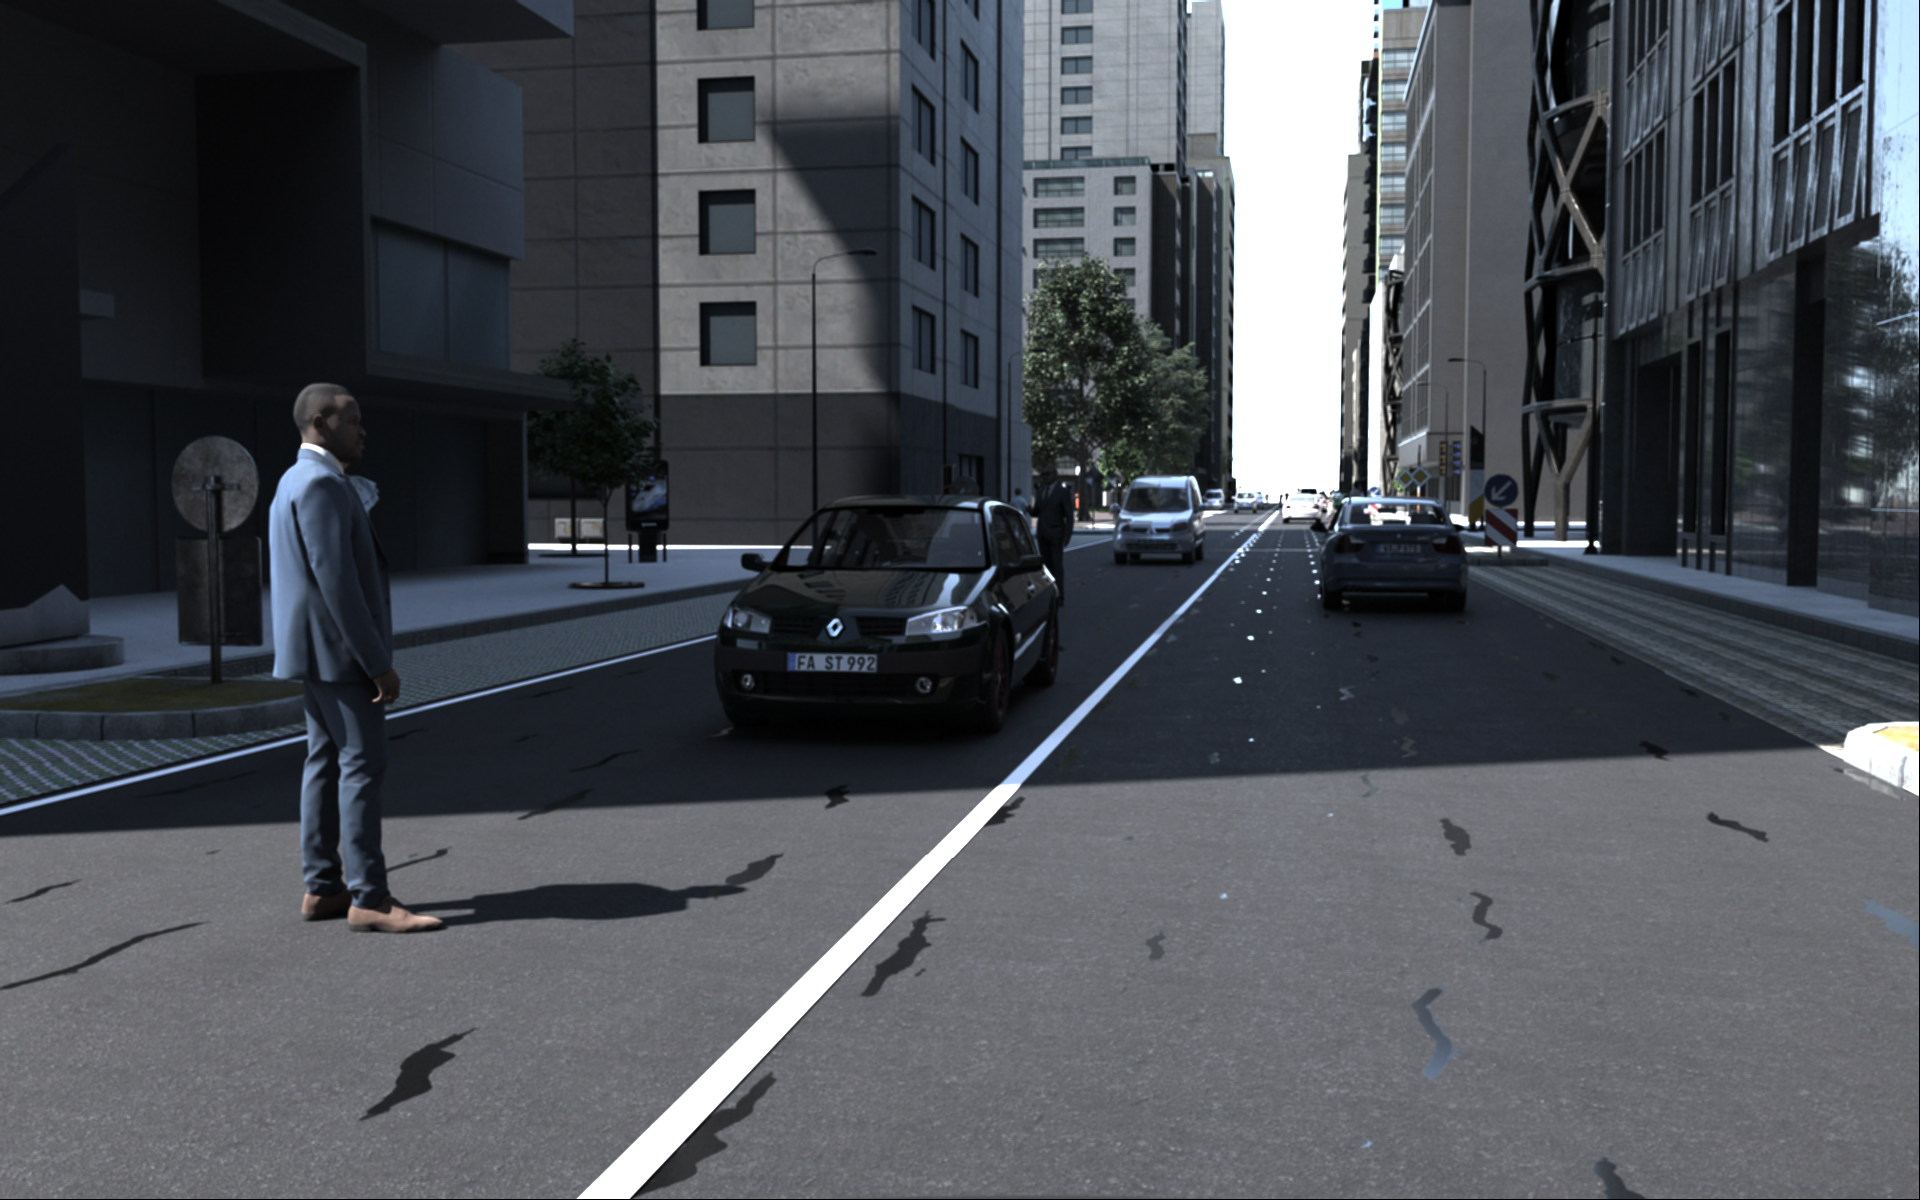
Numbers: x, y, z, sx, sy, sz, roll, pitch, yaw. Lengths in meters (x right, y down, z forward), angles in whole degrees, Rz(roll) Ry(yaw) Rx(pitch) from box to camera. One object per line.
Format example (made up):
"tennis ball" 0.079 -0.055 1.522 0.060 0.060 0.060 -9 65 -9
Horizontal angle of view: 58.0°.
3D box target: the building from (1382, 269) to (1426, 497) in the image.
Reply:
"building" 36.502 -15.088 114.133 16.820 18.784 16.811 1 4 11

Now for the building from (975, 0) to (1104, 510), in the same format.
"building" 13.674 -44.646 168.208 20.563 71.187 20.611 1 4 11

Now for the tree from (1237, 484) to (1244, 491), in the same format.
"tree" 48.519 -18.712 300.537 1.663 3.219 1.824 0 3 0

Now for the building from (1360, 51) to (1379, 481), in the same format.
"building" 50.778 -31.457 168.941 22.147 44.769 28.867 1 4 11

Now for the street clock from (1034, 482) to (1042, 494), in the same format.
"street clock" 4.872 -6.342 108.255 0.471 2.002 0.358 3 4 39

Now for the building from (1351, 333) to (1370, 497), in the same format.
"building" 59.343 -21.549 197.362 27.650 21.520 28.899 1 4 11

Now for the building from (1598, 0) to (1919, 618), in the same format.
"building" 17.592 -12.672 25.211 12.078 24.808 19.932 1 4 11

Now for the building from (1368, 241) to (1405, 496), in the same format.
"building" 36.711 -16.906 131.160 10.420 20.320 16.860 1 4 11

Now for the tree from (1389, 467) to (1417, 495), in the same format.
"tree" 27.052 -6.791 105.638 1.663 3.219 1.824 0 3 0

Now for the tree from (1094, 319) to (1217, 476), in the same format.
"tree" 13.970 -13.353 124.982 9.857 13.997 8.962 0 3 0

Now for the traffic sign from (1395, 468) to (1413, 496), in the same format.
"traffic sign" 17.306 -3.894 67.314 0.795 2.450 0.064 1 4 11

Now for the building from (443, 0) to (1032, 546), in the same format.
"building" -9.492 -37.521 51.715 20.611 71.187 20.563 1 4 11

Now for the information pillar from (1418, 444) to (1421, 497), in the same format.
"information pillar" 21.580 -5.509 81.420 0.183 3.616 0.504 1 4 18

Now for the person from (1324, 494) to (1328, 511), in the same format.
"person" 31.857 -8.488 150.499 0.599 1.433 0.991 3 4 36

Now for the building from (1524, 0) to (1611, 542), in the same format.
"building" 24.534 -11.068 48.421 16.820 18.784 16.811 1 4 11

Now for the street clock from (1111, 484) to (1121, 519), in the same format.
"street clock" 7.921 -5.098 87.915 0.358 2.002 0.471 -2 4 -35

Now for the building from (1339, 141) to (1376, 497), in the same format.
"building" 62.280 -37.226 232.341 21.300 48.544 21.600 1 4 11

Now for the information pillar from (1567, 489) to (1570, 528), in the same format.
"information pillar" 22.908 -3.741 65.662 0.304 2.012 0.304 -3 5 -40

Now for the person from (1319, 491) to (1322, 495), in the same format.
"person" 40.715 -11.430 196.054 0.621 1.740 0.551 2 4 35

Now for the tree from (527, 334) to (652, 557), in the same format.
"tree" -7.889 -3.176 35.647 4.285 4.588 4.351 0 3 0

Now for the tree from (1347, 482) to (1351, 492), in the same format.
"tree" 50.939 -14.008 223.631 1.663 3.219 1.824 0 3 0

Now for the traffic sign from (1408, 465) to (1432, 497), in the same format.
"traffic sign" 15.791 -3.415 59.474 0.795 2.450 0.064 1 4 11

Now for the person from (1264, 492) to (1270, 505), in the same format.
"person" 40.467 -13.406 228.237 0.990 1.755 0.434 3 5 43

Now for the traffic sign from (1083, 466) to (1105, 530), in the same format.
"traffic sign" 4.754 -3.546 61.620 0.795 2.450 0.064 1 4 11

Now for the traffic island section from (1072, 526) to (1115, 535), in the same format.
"traffic island section" 4.729 -2.410 61.686 2.009 0.180 2.903 1 4 11

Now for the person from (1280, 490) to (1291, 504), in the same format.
"person" 32.972 -10.167 174.758 1.348 1.821 0.705 1 4 22

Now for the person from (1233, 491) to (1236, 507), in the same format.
"person" 30.388 -11.193 191.520 0.705 1.822 1.348 1 4 16

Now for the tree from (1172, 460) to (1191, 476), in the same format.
"tree" 16.705 -9.429 137.884 4.285 4.588 4.351 0 3 0

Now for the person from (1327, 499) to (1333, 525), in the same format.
"person" 17.029 -4.030 79.402 0.382 1.210 0.505 -1 4 -12

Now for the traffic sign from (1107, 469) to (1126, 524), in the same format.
"traffic sign" 6.270 -4.026 69.461 0.795 2.450 0.064 1 4 11

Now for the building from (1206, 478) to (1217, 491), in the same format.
"building" 12.311 -30.643 192.900 32.217 40.220 23.993 1 4 11

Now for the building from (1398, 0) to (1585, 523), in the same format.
"building" 30.570 -18.046 88.563 14.314 27.812 24.014 1 4 11

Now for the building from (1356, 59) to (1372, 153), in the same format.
"building" 73.054 -51.684 283.278 20.563 71.187 20.611 1 4 11

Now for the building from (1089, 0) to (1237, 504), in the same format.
"building" 31.026 -50.133 257.928 20.563 71.187 20.611 1 4 11

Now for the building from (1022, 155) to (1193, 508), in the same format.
"building" 12.872 -23.244 151.742 14.160 30.474 14.107 1 4 11

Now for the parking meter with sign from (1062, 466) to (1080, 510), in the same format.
"parking meter with sign" 6.771 -6.880 108.744 1.738 3.016 0.543 -2 4 -30

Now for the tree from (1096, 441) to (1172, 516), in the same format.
"tree" 9.710 -7.346 103.818 4.285 4.588 4.351 0 3 0

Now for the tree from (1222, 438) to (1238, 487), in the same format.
"tree" 32.963 -16.458 219.455 4.360 8.622 3.978 0 3 0

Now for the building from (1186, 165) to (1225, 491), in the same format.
"building" 24.622 -32.214 210.285 14.154 41.232 14.086 1 4 11

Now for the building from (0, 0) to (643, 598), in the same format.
"building" -21.418 -26.280 18.912 28.713 52.752 27.495 1 4 11

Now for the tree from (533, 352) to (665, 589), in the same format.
"tree" -4.788 -1.775 23.619 1.663 3.219 1.824 0 3 0

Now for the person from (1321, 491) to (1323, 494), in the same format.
"person" 43.044 -12.068 206.345 0.617 1.759 0.750 3 4 37

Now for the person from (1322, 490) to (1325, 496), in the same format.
"person" 33.835 -9.352 161.391 0.705 1.826 1.348 0 4 -5

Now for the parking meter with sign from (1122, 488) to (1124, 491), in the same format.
"parking meter with sign" 13.093 -8.845 140.882 1.738 3.016 0.543 0 4 -6

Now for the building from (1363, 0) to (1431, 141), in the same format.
"building" 68.944 -57.780 257.369 22.319 86.520 31.000 1 4 11

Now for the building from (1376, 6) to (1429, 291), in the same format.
"building" 42.867 -28.449 148.741 14.154 41.232 14.086 1 4 11

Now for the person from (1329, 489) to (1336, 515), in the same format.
"person" 25.472 -6.720 118.545 0.466 1.800 0.511 -1 4 -18

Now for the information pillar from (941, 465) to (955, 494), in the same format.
"information pillar" -0.291 -2.370 43.246 0.304 2.012 0.304 0 4 8

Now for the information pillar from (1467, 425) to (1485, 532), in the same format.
"information pillar" 17.384 -4.094 58.299 0.504 3.616 0.183 1 4 21

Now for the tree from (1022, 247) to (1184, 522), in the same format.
"tree" 5.671 -10.022 80.862 9.611 12.733 9.660 0 3 0

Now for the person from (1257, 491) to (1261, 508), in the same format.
"person" 30.796 -10.377 178.879 0.721 1.743 1.217 -1 4 -19

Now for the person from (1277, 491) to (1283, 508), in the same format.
"person" 32.921 -10.343 178.411 0.742 1.727 0.445 2 4 25

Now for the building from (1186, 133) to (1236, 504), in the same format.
"building" 26.477 -37.539 237.463 21.300 48.544 21.600 1 4 11
